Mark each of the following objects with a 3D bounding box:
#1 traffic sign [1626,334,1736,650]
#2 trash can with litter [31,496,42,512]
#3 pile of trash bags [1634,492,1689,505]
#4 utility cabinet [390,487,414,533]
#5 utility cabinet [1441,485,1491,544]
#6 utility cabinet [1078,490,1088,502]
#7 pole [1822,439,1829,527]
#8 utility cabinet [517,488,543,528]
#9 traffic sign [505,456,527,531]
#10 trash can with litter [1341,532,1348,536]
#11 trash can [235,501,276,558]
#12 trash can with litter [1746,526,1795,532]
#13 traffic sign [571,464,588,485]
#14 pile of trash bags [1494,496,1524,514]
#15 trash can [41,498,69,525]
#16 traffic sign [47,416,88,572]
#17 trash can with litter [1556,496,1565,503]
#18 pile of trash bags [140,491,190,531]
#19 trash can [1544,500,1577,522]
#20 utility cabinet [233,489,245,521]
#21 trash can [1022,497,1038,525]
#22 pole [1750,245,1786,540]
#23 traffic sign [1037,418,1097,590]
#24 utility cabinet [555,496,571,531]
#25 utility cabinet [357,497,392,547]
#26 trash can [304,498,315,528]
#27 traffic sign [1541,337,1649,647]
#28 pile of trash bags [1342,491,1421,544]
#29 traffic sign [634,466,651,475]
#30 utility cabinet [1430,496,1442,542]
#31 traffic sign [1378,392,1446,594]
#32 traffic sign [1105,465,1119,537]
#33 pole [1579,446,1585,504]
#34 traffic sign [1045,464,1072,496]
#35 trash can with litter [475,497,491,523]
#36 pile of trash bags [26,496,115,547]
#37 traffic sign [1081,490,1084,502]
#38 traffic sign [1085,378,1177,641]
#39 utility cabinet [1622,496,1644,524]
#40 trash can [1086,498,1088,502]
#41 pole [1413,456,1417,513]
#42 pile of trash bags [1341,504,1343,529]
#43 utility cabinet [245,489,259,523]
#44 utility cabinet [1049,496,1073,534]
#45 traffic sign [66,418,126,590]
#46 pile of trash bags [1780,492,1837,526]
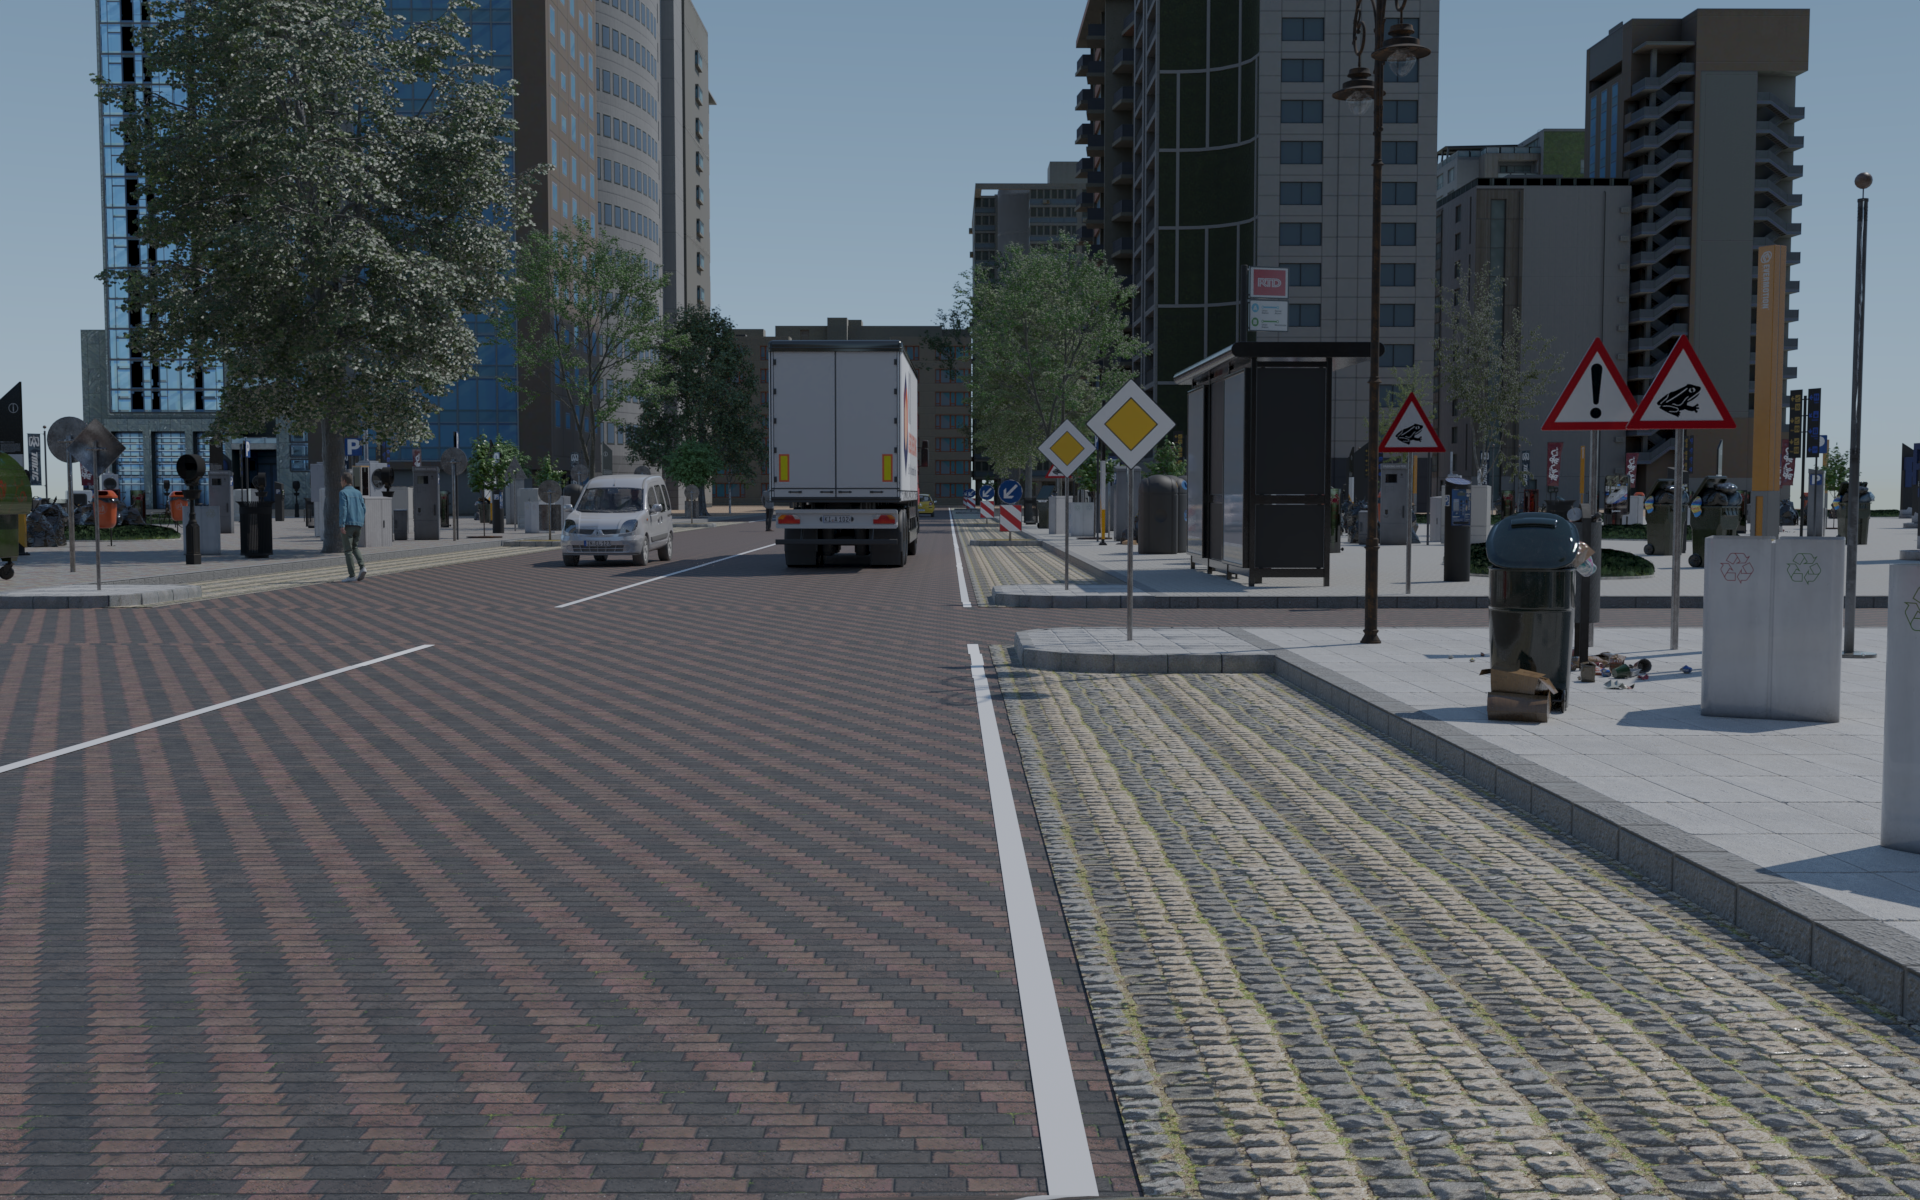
[{"bbox_3d":[5.893,-0.869,14.217,0.884,2.594,0.081,0,4,3],"label":"traffic sign"},{"bbox_3d":[-31.040,-2.919,58.786,1.678,1.210,2.233,0,4,-2],"label":"trash can with litter"},{"bbox_3d":[38.738,-5.214,94.998,3.447,1.369,1.912,1,4,13],"label":"pile of trash bags"},{"bbox_3d":[-18.336,-2.904,56.165,1.173,1.500,0.318,1,4,13],"label":"utility cabinet"},{"bbox_3d":[12.760,-2.140,43.673,1.173,1.500,0.318,3,4,37],"label":"utility cabinet"},{"bbox_3d":[7.075,-5.352,96.177,1.173,1.500,0.318,3,5,44],"label":"utility cabinet"},{"bbox_3d":[32.324,-4.335,64.721,0.158,3.312,0.155,0,3,0],"label":"pole"},{"bbox_3d":[-15.933,-3.398,64.243,1.173,1.500,0.318,3,4,37],"label":"utility cabinet"},{"bbox_3d":[-15.353,-3.652,59.719,0.884,2.594,0.081,0,4,7],"label":"traffic sign"},{"bbox_3d":[11.090,-2.588,53.366,2.233,1.210,1.678,0,4,5],"label":"trash can with litter"},{"bbox_3d":[-14.088,-1.408,34.668,0.748,1.137,0.748,0,3,0],"label":"trash can"},{"bbox_3d":[27.643,-2.931,58.979,1.678,1.210,2.233,1,4,19],"label":"trash can with litter"},{"bbox_3d":[-16.251,-4.517,73.952,0.768,2.556,0.104,0,4,4],"label":"traffic sign"},{"bbox_3d":[28.298,-4.940,90.514,3.447,1.369,1.912,3,4,37],"label":"pile of trash bags"},{"bbox_3d":[-26.228,-2.369,50.385,0.748,1.137,0.748,0,3,0],"label":"trash can"},{"bbox_3d":[-14.580,-1.730,28.389,0.768,2.556,0.104,0,4,1],"label":"traffic sign"},{"bbox_3d":[31.219,-4.762,89.246,0.624,1.170,1.055,-3,5,-41],"label":"trash can with litter"},{"bbox_3d":[-25.686,-2.682,53.596,3.447,1.369,1.912,-3,4,-36],"label":"pile of trash bags"},{"bbox_3d":[14.369,-1.826,41.505,0.748,1.137,0.748,0,3,0],"label":"trash can"},{"bbox_3d":[-33.075,-4.355,79.880,1.173,1.500,0.318,3,4,38],"label":"utility cabinet"},{"bbox_3d":[2.971,-3.726,72.568,0.748,1.137,0.748,0,3,0],"label":"trash can"},{"bbox_3d":[6.682,-1.254,14.344,0.158,3.312,0.155,0,3,0],"label":"pole"},{"bbox_3d":[1.423,-1.190,23.096,0.795,2.450,0.064,0,4,0],"label":"traffic sign"},{"bbox_3d":[-14.050,-3.046,60.960,0.306,1.237,1.020,-3,4,-38],"label":"utility cabinet"},{"bbox_3d":[-14.235,-1.892,42.089,0.306,1.237,1.020,1,4,20],"label":"utility cabinet"},{"bbox_3d":[-24.203,-3.256,64.893,0.748,1.137,0.748,0,3,0],"label":"trash can"},{"bbox_3d":[5.290,-0.885,14.478,0.884,2.594,0.081,0,4,5],"label":"traffic sign"},{"bbox_3d":[11.295,-2.230,46.207,1.912,1.369,3.447,1,4,14],"label":"pile of trash bags"},{"bbox_3d":[-14.286,-4.758,77.907,0.768,2.556,0.104,0,4,1],"label":"traffic sign"},{"bbox_3d":[12.969,-2.179,46.793,0.306,1.237,1.020,0,4,-1],"label":"utility cabinet"},{"bbox_3d":[5.759,-1.357,22.187,0.884,2.594,0.081,0,4,1],"label":"traffic sign"},{"bbox_3d":[4.427,-3.015,51.419,0.606,2.300,0.079,0,4,6],"label":"traffic sign"},{"bbox_3d":[26.457,-4.882,73.671,0.158,3.312,0.155,0,3,0],"label":"pole"},{"bbox_3d":[3.249,-3.502,57.265,0.884,2.594,0.081,0,4,5],"label":"traffic sign"},{"bbox_3d":[-20.854,-3.983,76.512,0.624,1.170,1.055,2,4,29],"label":"trash can with litter"},{"bbox_3d":[-22.317,-1.997,42.396,3.447,1.369,1.912,0,4,-1],"label":"pile of trash bags"},{"bbox_3d":[3.870,-3.336,54.645,0.768,2.556,0.104,0,4,3],"label":"traffic sign"},{"bbox_3d":[1.484,-0.701,15.111,0.795,2.450,0.064,0,4,0],"label":"traffic sign"},{"bbox_3d":[24.200,-3.146,62.595,0.306,1.237,1.020,-2,4,-27],"label":"utility cabinet"},{"bbox_3d":[5.077,-3.268,65.078,0.748,1.137,0.748,0,3,0],"label":"trash can"},{"bbox_3d":[24.090,-5.987,91.727,0.158,3.312,0.155,0,3,0],"label":"pole"},{"bbox_3d":[12.482,-2.878,56.809,1.912,1.369,3.447,2,4,28],"label":"pile of trash bags"},{"bbox_3d":[-29.420,-3.880,72.114,0.318,1.500,1.173,-2,4,-29],"label":"utility cabinet"},{"bbox_3d":[3.223,-2.714,55.535,0.306,1.237,1.020,2,4,35],"label":"utility cabinet"},{"bbox_3d":[-11.471,-1.185,23.019,0.795,2.450,0.064,0,4,0],"label":"traffic sign"},{"bbox_3d":[34.631,-3.755,71.145,1.912,1.369,3.447,3,4,36],"label":"pile of trash bags"}]
